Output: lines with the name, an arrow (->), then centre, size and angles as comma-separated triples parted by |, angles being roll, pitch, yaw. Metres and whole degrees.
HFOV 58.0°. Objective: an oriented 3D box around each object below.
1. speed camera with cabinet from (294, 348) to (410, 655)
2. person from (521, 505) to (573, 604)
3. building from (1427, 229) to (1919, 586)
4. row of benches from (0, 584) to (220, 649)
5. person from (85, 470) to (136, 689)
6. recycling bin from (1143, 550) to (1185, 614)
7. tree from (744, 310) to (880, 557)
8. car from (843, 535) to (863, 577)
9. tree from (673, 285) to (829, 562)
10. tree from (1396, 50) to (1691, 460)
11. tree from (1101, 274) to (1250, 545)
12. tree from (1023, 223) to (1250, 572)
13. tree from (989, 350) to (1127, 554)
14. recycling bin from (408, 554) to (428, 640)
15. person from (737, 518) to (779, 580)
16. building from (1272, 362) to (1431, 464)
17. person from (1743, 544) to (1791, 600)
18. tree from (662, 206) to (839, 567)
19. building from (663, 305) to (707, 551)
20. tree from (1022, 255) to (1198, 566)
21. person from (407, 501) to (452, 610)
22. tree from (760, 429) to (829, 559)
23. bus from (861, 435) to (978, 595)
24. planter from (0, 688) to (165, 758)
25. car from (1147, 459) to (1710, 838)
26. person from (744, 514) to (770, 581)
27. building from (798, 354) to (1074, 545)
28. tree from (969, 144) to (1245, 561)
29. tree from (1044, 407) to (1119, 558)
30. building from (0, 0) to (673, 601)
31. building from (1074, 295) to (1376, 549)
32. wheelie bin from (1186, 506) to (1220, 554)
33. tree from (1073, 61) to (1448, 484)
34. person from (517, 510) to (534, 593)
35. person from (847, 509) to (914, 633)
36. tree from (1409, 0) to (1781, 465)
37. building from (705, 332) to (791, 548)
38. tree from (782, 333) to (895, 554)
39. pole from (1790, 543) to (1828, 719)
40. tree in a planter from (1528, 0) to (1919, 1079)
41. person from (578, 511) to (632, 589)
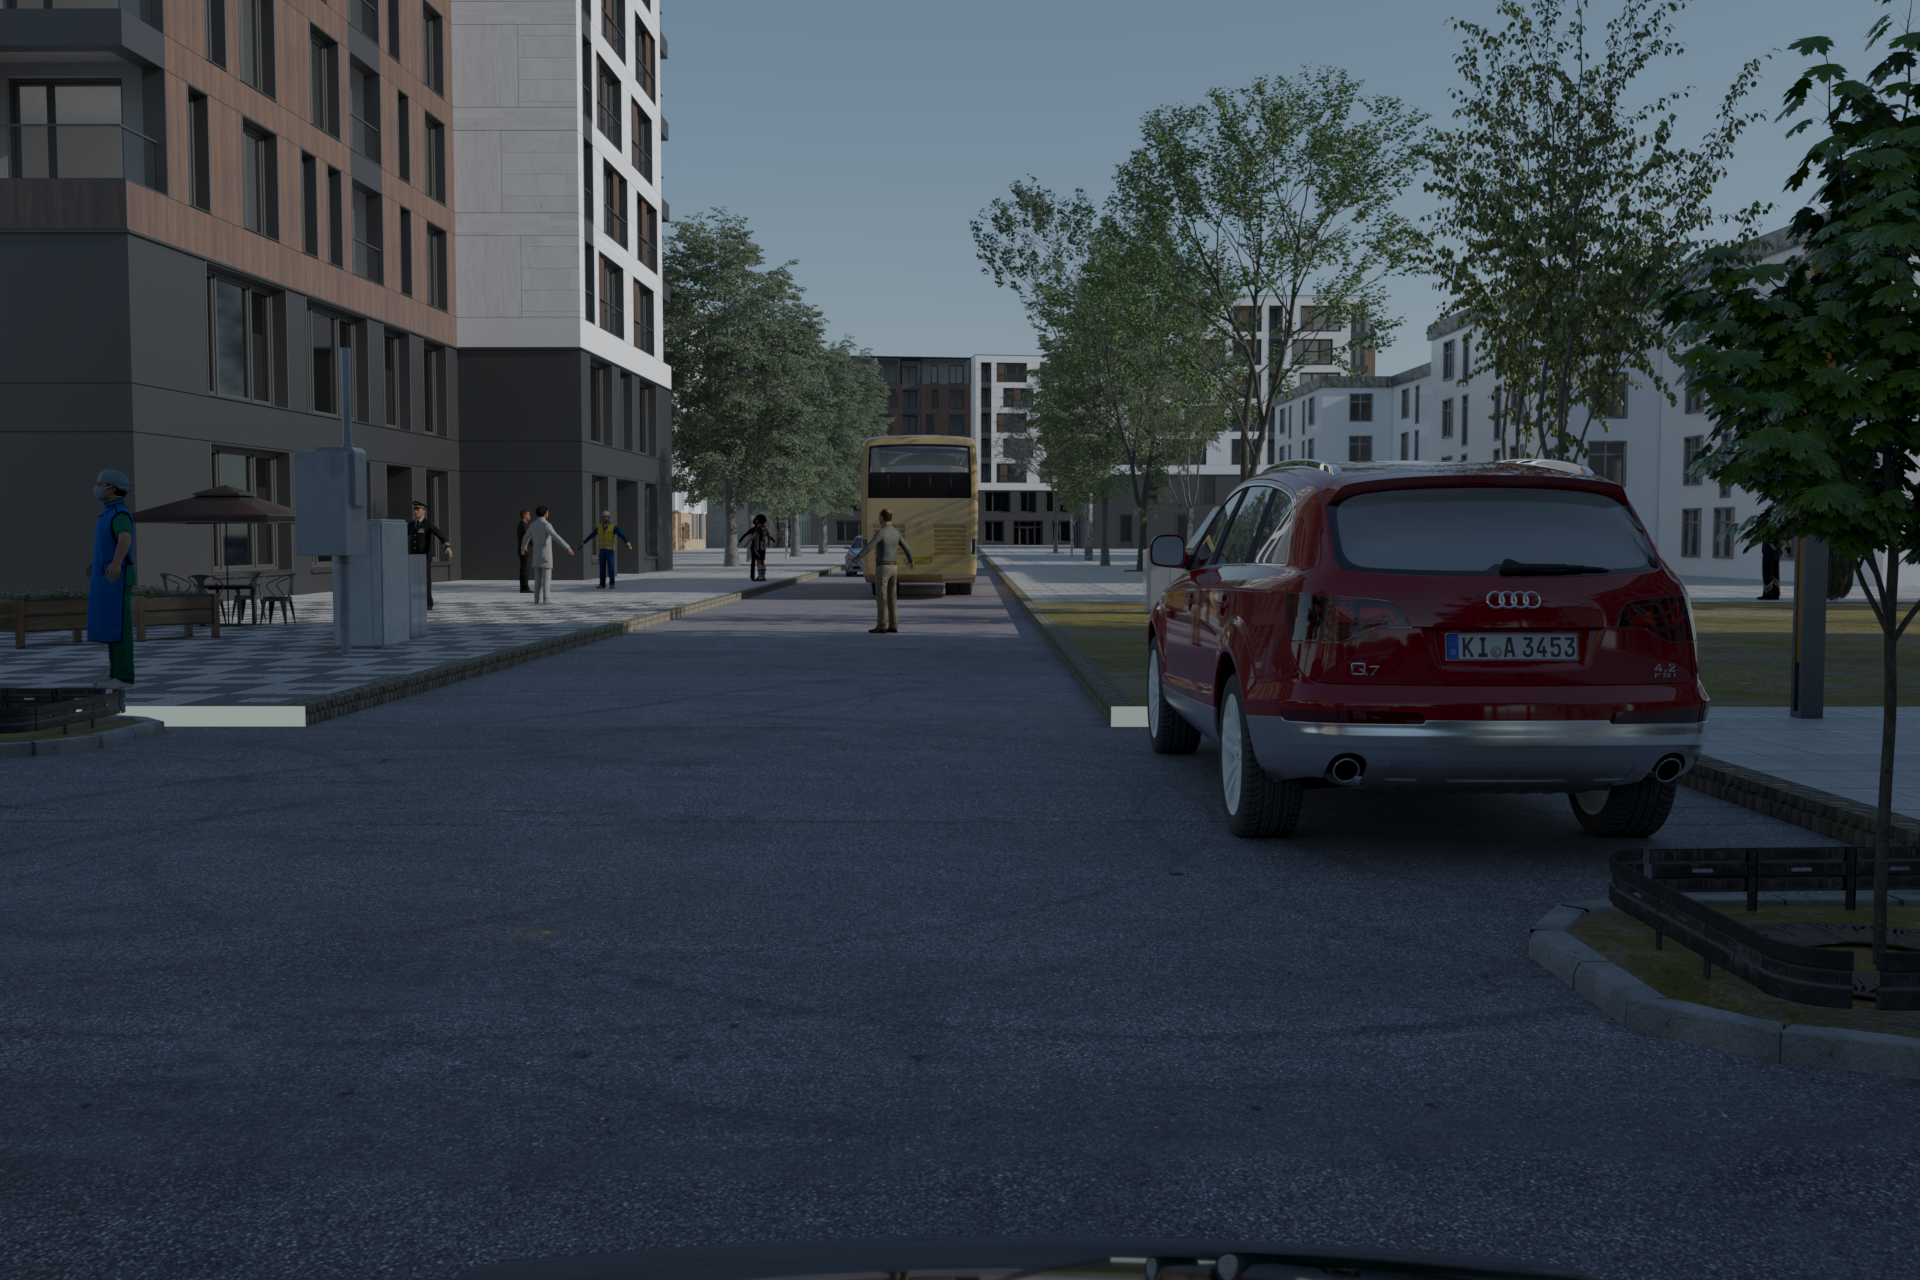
speed camera with cabinet -> -6.720, -1.519, 19.175 | 0.660, 3.252, 2.038 | 0, 4, 0
person -> -7.662, -1.573, 31.901 | 1.347, 1.806, 0.705 | 2, 4, 35
building -> 23.321, -6.965, 56.029 | 9.099, 9.664, 28.070 | 0, 4, 0
row of benches -> -10.523, -0.268, 19.845 | 1.422, 0.672, 4.104 | 2, 4, 33
person -> -7.083, -0.509, 14.449 | 0.704, 1.817, 1.347 | -2, 4, -34
recycling bin -> 3.345, -0.944, 27.996 | 0.722, 1.027, 0.722 | 0, 4, 1
tree -> -9.350, -11.698, 97.923 | 9.857, 13.997, 8.962 | 0, 3, 0
car -> -2.985, -2.916, 59.674 | 2.014, 1.417, 4.499 | 0, 4, 0
tree -> -10.066, -9.880, 79.661 | 7.486, 12.596, 7.792 | 0, 3, 0
tree -> 9.056, -4.705, 27.293 | 4.737, 8.622, 4.395 | 0, 3, 0
tree -> 6.503, -5.975, 48.061 | 4.360, 8.622, 3.978 | 0, 3, 0
tree -> 6.124, -8.137, 58.788 | 9.928, 11.665, 9.643 | 0, 3, 0
tree -> 6.357, -12.382, 112.822 | 12.009, 13.543, 11.850 | 0, 3, 0
recycling bin -> -7.016, -0.536, 21.313 | 0.722, 1.027, 0.722 | 0, 4, -1
person -> -5.641, -2.541, 48.269 | 1.216, 1.740, 0.721 | 1, 4, 9
building -> 23.667, -9.179, 92.218 | 9.099, 9.664, 28.070 | 0, 3, 0
person -> 15.761, -1.707, 33.690 | 1.354, 1.856, 0.705 | -2, 4, -29
tree -> -8.943, -9.855, 67.784 | 9.857, 13.997, 8.962 | 0, 3, 0
building -> -26.375, -16.905, 132.812 | 16.016, 20.090, 11.380 | 0, 4, 0
tree -> 6.074, -9.246, 69.301 | 7.486, 12.596, 7.792 | 0, 3, 0
person -> -9.102, -1.421, 29.166 | 1.347, 1.837, 0.705 | 1, 4, 18
tree -> -8.863, -8.390, 87.541 | 4.360, 8.622, 3.978 | 0, 3, 0
bus -> -0.901, -3.175, 43.454 | 2.896, 3.916, 12.252 | 0, 4, 0
planter -> -6.715, 0.561, 11.969 | 1.991, 0.319, 1.994 | 0, 4, 0
car -> 2.275, -0.064, 9.716 | 2.281, 1.827, 5.304 | 0, 4, 0
person -> -5.434, -2.496, 46.947 | 0.704, 1.843, 1.345 | 1, 4, 22
building -> -2.556, -22.168, 208.874 | 32.646, 21.610, 27.936 | -1, 4, -9
tree -> 7.574, -13.856, 82.439 | 12.611, 20.169, 13.585 | 0, 3, 0
tree -> 5.936, -8.786, 94.014 | 4.360, 8.622, 3.978 | 0, 3, 0
building -> -24.342, -12.307, 45.199 | 27.936, 21.610, 32.646 | 0, 4, 1
building -> 24.644, -19.616, 164.689 | 27.936, 21.610, 32.646 | 0, 4, 1
wheelie bin -> 2.895, -0.703, 19.400 | 0.693, 1.594, 0.980 | 0, 4, -1
tree -> 6.509, -6.886, 38.342 | 9.928, 11.665, 9.643 | 0, 3, 0
person -> -9.425, -1.921, 37.633 | 0.704, 1.802, 1.346 | -2, 4, -26
person -> -1.092, -1.001, 25.099 | 0.705, 1.796, 1.348 | 3, 5, 42
tree -> 7.806, -4.369, 21.801 | 4.737, 8.622, 4.395 | 0, 3, 0
building -> -26.297, -20.566, 167.182 | 19.493, 23.208, 18.063 | 0, 3, 0
tree -> -8.888, -12.479, 110.691 | 9.857, 13.997, 8.962 | 0, 3, 0
pole -> 5.915, -1.111, 12.002 | 0.158, 3.312, 0.155 | 0, 3, 0
tree in a planter -> 2.924, -0.500, 5.403 | 1.991, 3.239, 1.994 | 0, 3, 0
person -> -8.343, -2.132, 40.825 | 1.349, 1.833, 0.705 | 1, 4, 13
